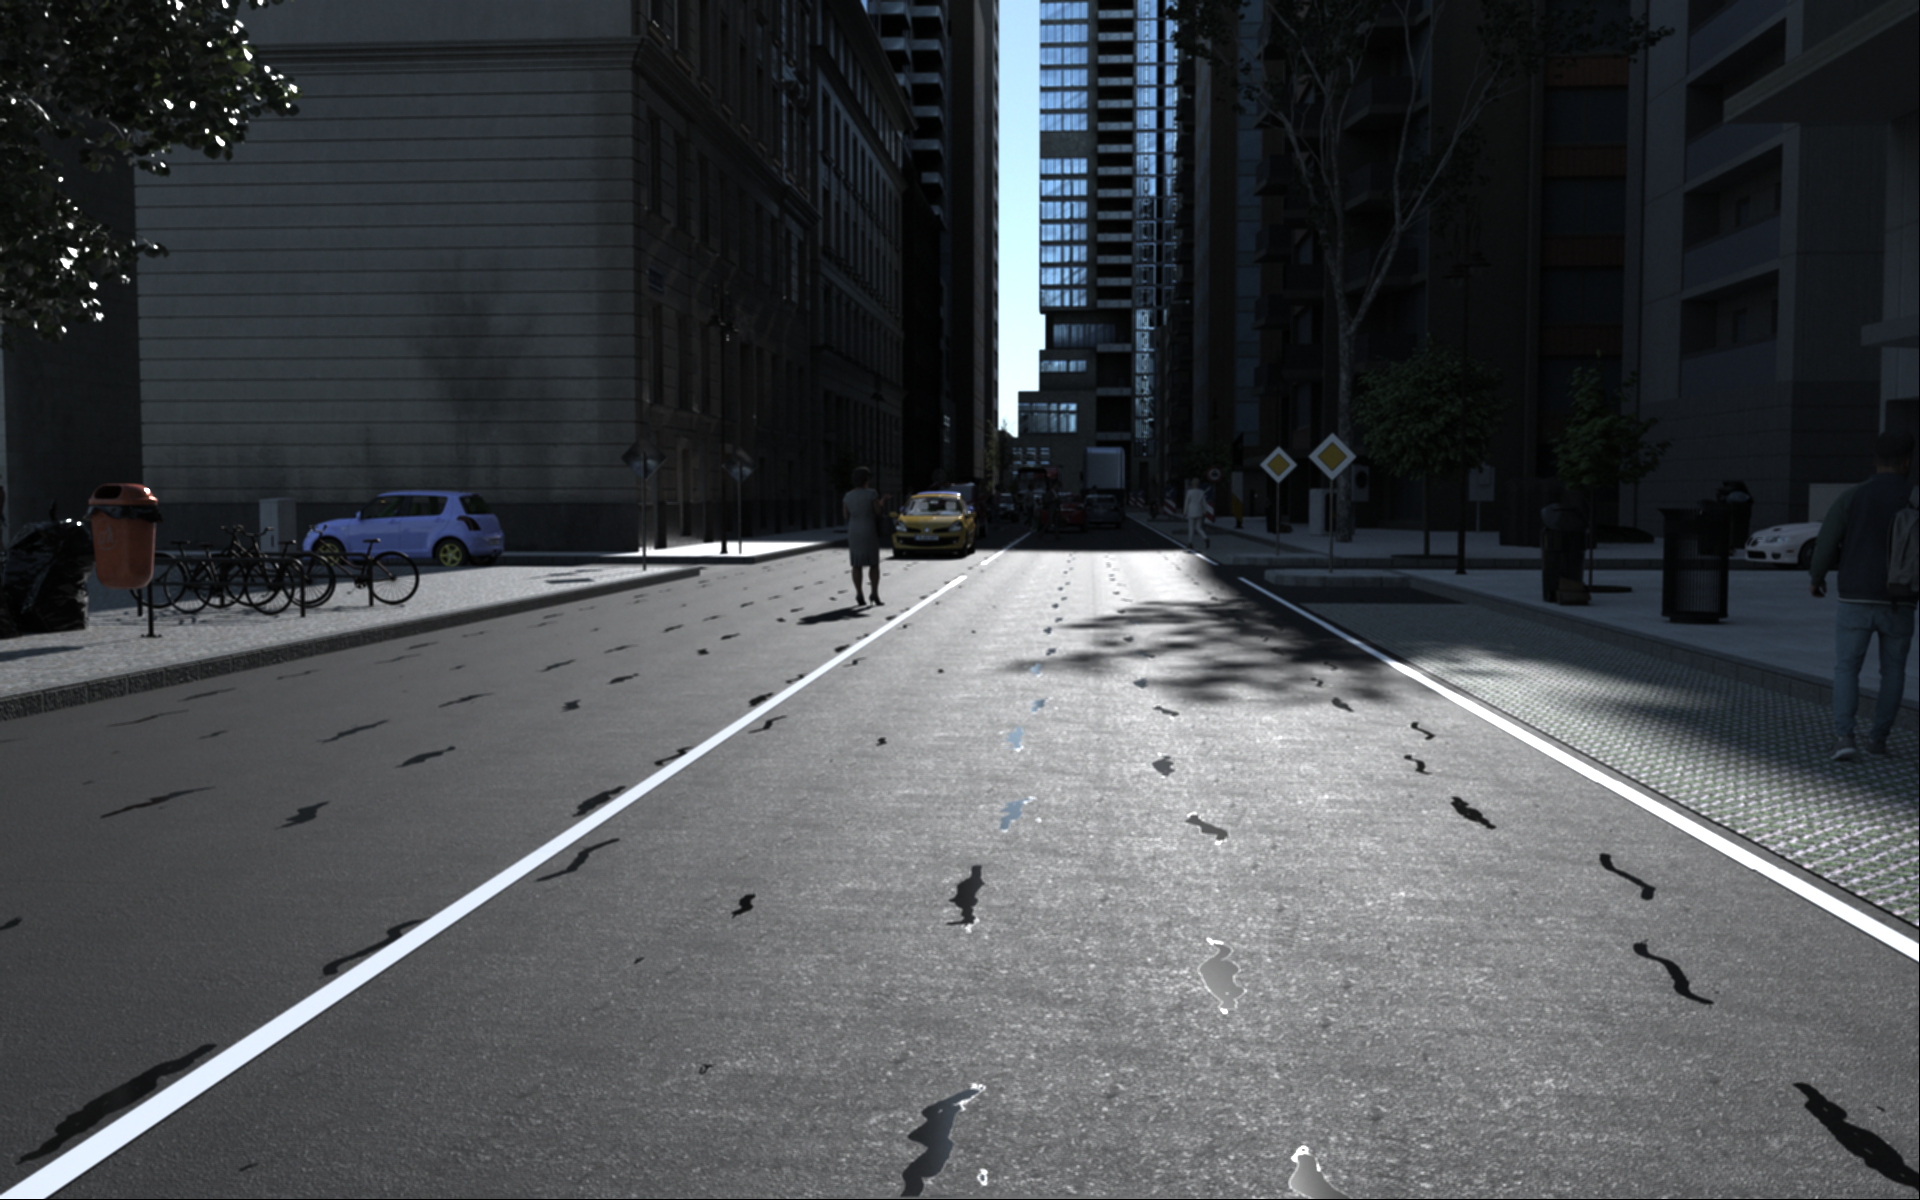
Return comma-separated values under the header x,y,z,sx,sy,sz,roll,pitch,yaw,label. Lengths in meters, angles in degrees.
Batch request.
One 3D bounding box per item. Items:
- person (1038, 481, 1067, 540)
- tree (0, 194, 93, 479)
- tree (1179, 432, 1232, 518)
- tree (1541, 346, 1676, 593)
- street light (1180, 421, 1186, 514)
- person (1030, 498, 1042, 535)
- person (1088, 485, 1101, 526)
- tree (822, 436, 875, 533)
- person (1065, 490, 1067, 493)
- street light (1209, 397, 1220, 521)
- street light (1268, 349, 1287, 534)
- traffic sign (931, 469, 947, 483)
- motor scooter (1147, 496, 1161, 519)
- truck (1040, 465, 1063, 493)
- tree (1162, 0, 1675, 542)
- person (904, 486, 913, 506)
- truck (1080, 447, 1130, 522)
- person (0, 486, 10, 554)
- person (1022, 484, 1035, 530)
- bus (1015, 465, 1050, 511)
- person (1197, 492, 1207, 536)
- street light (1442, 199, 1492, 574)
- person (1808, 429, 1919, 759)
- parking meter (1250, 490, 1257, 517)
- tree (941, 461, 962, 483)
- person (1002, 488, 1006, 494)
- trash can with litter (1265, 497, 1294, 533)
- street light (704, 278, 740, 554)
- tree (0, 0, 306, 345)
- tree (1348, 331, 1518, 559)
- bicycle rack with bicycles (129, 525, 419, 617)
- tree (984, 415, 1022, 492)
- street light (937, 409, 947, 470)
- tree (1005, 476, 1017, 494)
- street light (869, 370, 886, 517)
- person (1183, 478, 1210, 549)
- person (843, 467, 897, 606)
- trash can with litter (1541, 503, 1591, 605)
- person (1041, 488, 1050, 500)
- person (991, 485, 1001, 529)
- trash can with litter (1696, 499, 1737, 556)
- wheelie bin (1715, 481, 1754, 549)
x,y,z,sx,sy,sz,roll,pitch,yaw,label
2.896,-2.801,54.255,0.822,1.834,0.622,2,4,31,person
-16.131,-4.677,26.825,4.737,8.622,4.395,0,3,0,tree
13.271,-6.641,92.293,4.285,4.588,4.351,0,3,0,tree
8.303,-1.722,22.760,1.663,3.219,1.824,0,3,0,tree
14.219,-8.413,110.339,0.468,5.910,1.993,0,4,4,street light
2.652,-2.911,60.346,0.590,1.304,0.306,-3,4,-39,person
5.994,-4.261,78.268,0.850,1.850,0.679,2,4,27,person
-3.717,-3.871,57.891,1.663,3.219,1.824,0,3,0,tree
8.719,-8.160,142.696,1.217,1.735,0.721,0,4,7,person
12.129,-6.711,82.510,0.468,5.910,1.993,0,4,4,street light
10.143,-5.054,55.428,0.468,5.910,1.993,0,4,4,street light
-1.062,-5.311,86.944,0.768,2.556,0.104,1,4,9,traffic sign
10.803,-5.115,96.403,0.815,1.314,1.986,0,4,6,motor scooter
8.534,-10.938,167.757,2.839,4.237,11.283,0,4,6,truck
11.192,-11.530,44.409,12.611,20.169,13.585,0,3,0,tree
-1.704,-3.056,59.471,0.522,1.701,0.512,-3,5,-44,person
7.618,-6.333,93.304,2.967,4.110,18.799,0,4,6,truck
-18.643,-1.527,33.435,0.580,1.828,0.573,3,4,36,person
2.740,-3.744,69.563,0.795,1.843,0.661,3,5,39,person
6.254,-9.663,149.540,2.896,3.916,12.252,0,4,3,bus
8.155,-2.913,58.725,0.503,1.515,0.523,2,4,31,person
8.021,-3.350,27.555,0.468,5.910,1.993,0,4,4,street light
4.959,-0.030,9.341,0.623,1.781,0.721,1,4,12,person
16.302,-5.374,96.276,0.372,1.533,0.369,0,3,0,parking meter
-0.584,-6.547,101.639,1.663,3.219,1.824,0,3,0,tree
2.842,-6.130,109.005,0.850,1.792,0.678,0,4,3,person
10.586,-2.806,57.259,0.624,1.170,1.055,-3,4,-37,trash can with litter
-5.081,-3.935,37.130,0.468,5.910,1.993,0,4,4,street light
-7.682,-6.300,9.658,9.857,13.997,8.962,0,3,0,tree
9.561,-3.140,35.054,4.285,4.588,4.351,0,3,0,tree
-7.818,-0.350,19.109,2.925,0.926,2.852,0,4,5,bicycle rack with bicycles
3.705,-12.976,162.523,4.360,8.622,3.978,0,3,0,tree
-0.950,-7.326,92.562,0.468,5.910,1.993,0,4,4,street light
5.922,-11.734,186.446,1.663,3.219,1.824,0,3,0,tree
-3.076,-5.634,64.900,0.468,5.910,1.993,0,4,4,street light
6.105,-2.216,44.608,0.514,1.842,0.818,-2,4,-34,person
-1.130,-0.823,22.314,0.716,1.782,0.532,1,4,20,person
7.192,-0.547,20.327,0.624,1.170,1.055,0,4,5,trash can with litter
5.762,-6.443,113.775,1.348,1.831,0.705,-2,4,-32,person
1.484,-3.849,71.440,0.388,1.821,0.555,-2,4,-35,person
15.847,-1.514,36.140,0.624,1.170,1.055,0,4,-8,trash can with litter
18.167,-2.005,40.695,0.693,1.594,0.980,-1,4,-18,wheelie bin
